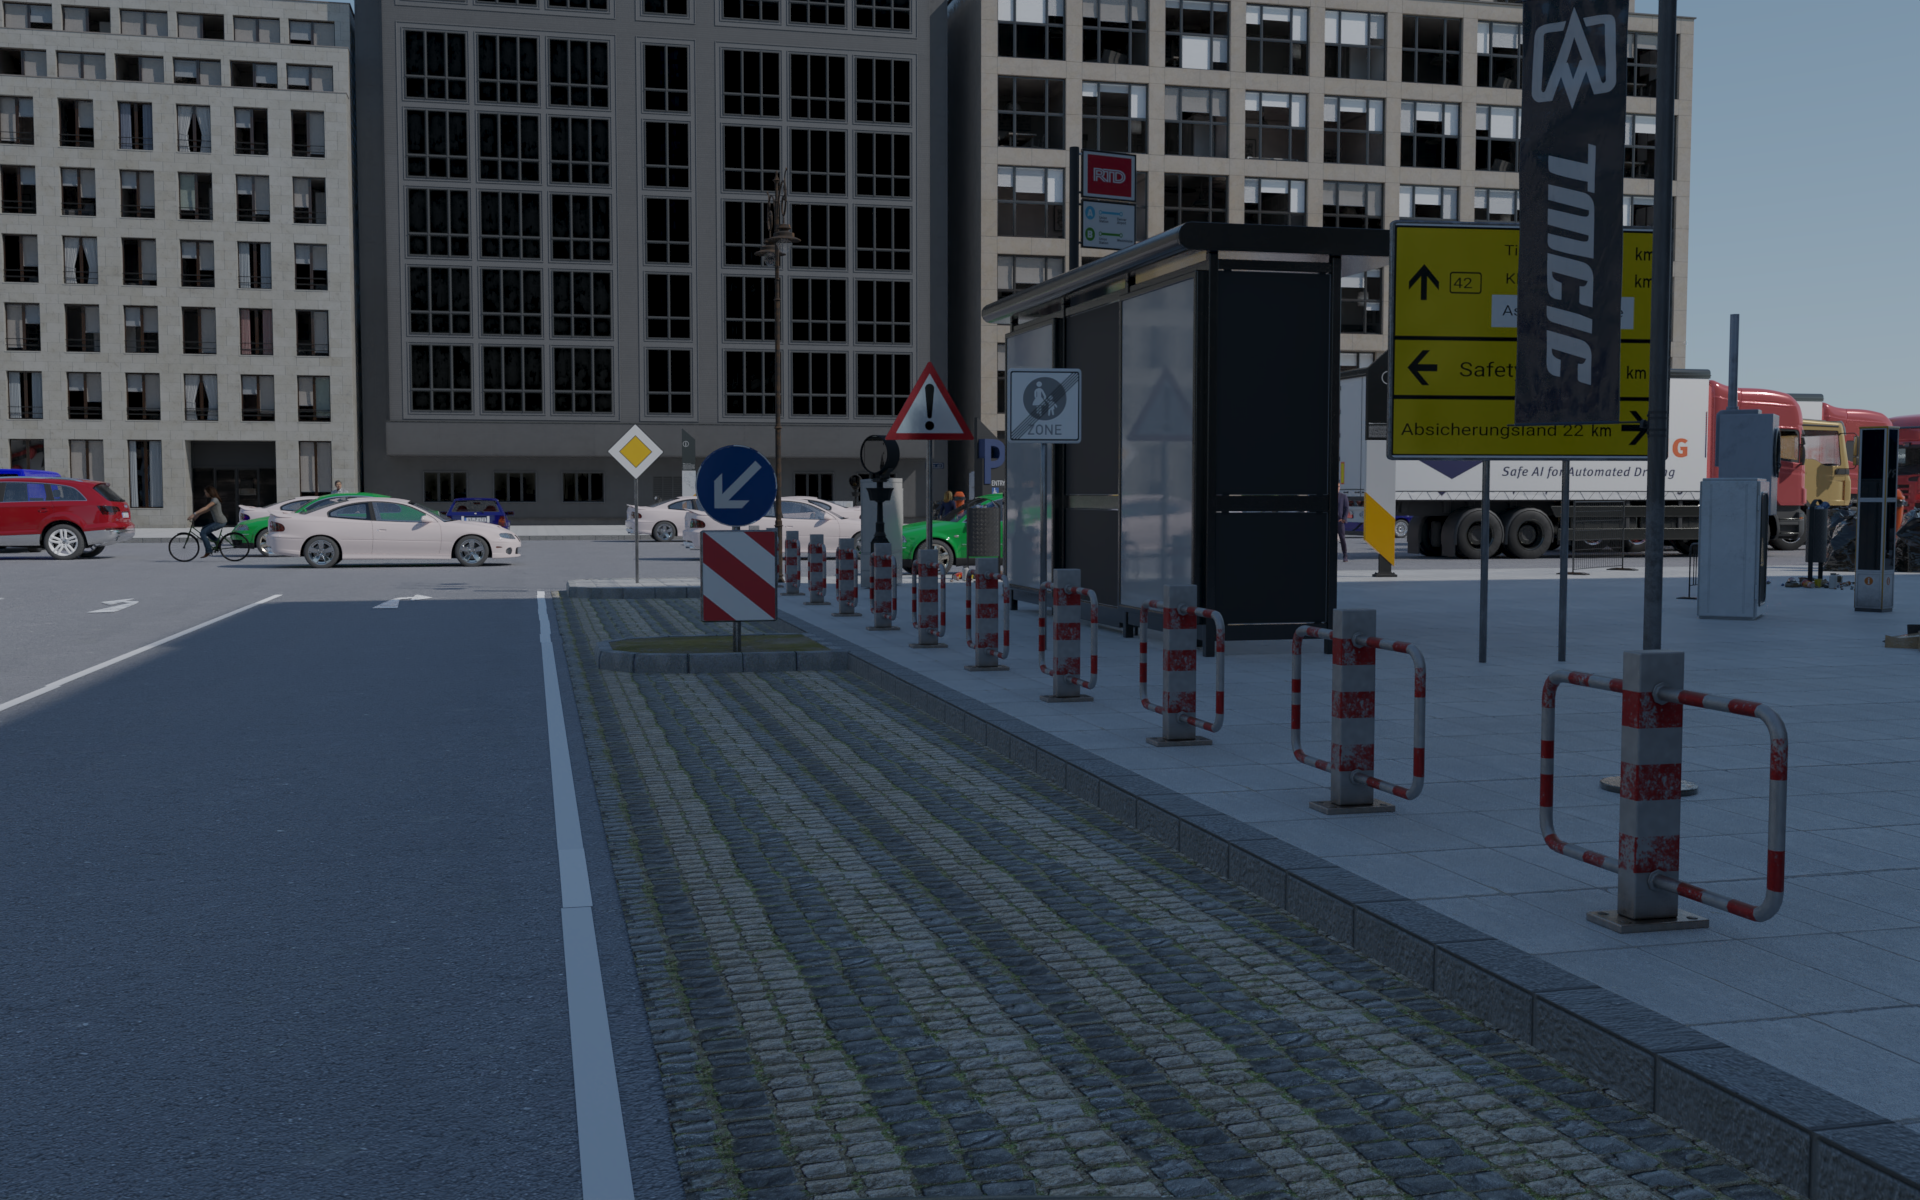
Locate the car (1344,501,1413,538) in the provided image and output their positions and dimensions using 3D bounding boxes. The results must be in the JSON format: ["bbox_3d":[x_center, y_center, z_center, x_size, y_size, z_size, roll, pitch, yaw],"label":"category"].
[{"bbox_3d":[12.976,-2.702,56.763,3.894,1.354,1.945,-1,4,-14],"label":"car"}]

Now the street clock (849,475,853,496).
[{"bbox_3d":[-3.929,-3.708,65.194,0.471,2.002,0.358,0,4,8],"label":"street clock"}]

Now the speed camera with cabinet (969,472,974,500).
[{"bbox_3d":[1.292,-4.672,70.727,2.038,3.252,0.660,3,5,45],"label":"speed camera with cabinet"}]

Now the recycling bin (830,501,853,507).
[{"bbox_3d":[-4.239,-2.984,61.340,0.722,1.027,0.722,-1,4,-22],"label":"recycling bin"}]

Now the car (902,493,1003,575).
[{"bbox_3d":[0.734,-1.331,30.565,4.718,1.807,1.959,-1,4,-12],"label":"car"}]

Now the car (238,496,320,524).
[{"bbox_3d":[-17.771,-2.232,48.861,4.827,1.381,2.083,-1,4,-14],"label":"car"}]

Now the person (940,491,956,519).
[{"bbox_3d":[-0.334,-2.069,44.871,0.480,1.512,0.613,2,4,25],"label":"person"}]

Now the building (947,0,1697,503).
[{"bbox_3d":[15.066,-17.200,85.732,34.151,26.468,19.350,-1,4,-14],"label":"building"}]

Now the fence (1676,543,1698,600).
[{"bbox_3d":[9.608,-0.394,21.818,2.069,0.683,0.278,-3,5,-44],"label":"fence"}]

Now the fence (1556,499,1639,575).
[{"bbox_3d":[10.443,-1.045,28.296,0.480,1.192,2.264,3,5,41],"label":"fence"}]

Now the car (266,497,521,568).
[{"bbox_3d":[-11.248,-1.356,34.535,4.827,1.381,2.083,-1,4,-15],"label":"car"}]

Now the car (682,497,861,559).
[{"bbox_3d":[-3.675,-1.578,38.163,4.827,1.381,2.083,-1,4,-13],"label":"car"}]

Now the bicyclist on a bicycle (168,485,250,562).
[{"bbox_3d":[-15.854,-1.622,36.540,1.625,1.676,1.499,-1,4,-14],"label":"bicyclist on a bicycle"}]

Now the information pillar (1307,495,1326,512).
[{"bbox_3d":[5.019,-1.204,24.178,0.304,2.012,0.304,1,4,23],"label":"information pillar"}]

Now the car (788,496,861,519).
[{"bbox_3d":[-4.957,-2.235,48.897,4.827,1.381,2.083,-1,4,-14],"label":"car"}]

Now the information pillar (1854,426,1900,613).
[{"bbox_3d":[9.985,-0.879,18.870,0.304,2.012,0.304,-3,5,-40],"label":"information pillar"}]

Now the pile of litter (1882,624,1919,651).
[{"bbox_3d":[8.315,-0.003,14.007,1.176,0.858,1.719,0,4,-8],"label":"pile of litter"}]

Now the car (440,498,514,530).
[{"bbox_3d":[-13.055,-2.094,46.818,1.945,1.354,3.894,-1,4,-14],"label":"car"}]

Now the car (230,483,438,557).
[{"bbox_3d":[-14.473,-1.931,40.369,4.718,1.807,1.959,-1,4,-15],"label":"car"}]

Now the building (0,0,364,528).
[{"bbox_3d":[-32.620,-13.099,68.915,16.860,20.320,10.420,-1,4,-14],"label":"building"}]

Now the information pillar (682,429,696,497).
[{"bbox_3d":[-9.646,-4.292,61.536,0.504,3.616,0.183,-1,4,-9],"label":"information pillar"}]

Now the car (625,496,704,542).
[{"bbox_3d":[-7.717,-2.464,52.643,4.827,1.381,2.083,-1,4,-15],"label":"car"}]

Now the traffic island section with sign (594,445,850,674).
[{"bbox_3d":[-2.084,-0.372,14.709,1.989,1.847,2.006,-1,4,-14],"label":"traffic island section with sign"}]

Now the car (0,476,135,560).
[{"bbox_3d":[-21.109,-1.802,38.133,5.304,1.827,2.281,-1,4,-13],"label":"car"}]

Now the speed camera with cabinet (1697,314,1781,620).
[{"bbox_3d":[8.326,-1.474,18.434,0.660,3.252,2.038,2,4,30],"label":"speed camera with cabinet"}]

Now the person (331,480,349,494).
[{"bbox_3d":[-18.271,-2.618,51.150,0.661,1.843,0.795,0,4,4],"label":"person"}]

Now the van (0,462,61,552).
[{"bbox_3d":[-23.935,-2.415,43.875,2.240,2.365,5.245,-1,4,-15],"label":"van"}]

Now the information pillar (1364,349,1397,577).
[{"bbox_3d":[6.489,-2.160,26.676,0.504,3.616,0.183,0,4,-6],"label":"information pillar"}]

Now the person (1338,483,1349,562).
[{"bbox_3d":[7.921,-1.658,36.529,0.541,1.710,0.530,3,4,37],"label":"person"}]

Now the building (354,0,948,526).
[{"bbox_3d":[-13.384,-17.279,76.013,24.014,27.812,14.314,-1,4,-14],"label":"building"}]

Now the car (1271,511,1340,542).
[{"bbox_3d":[7.159,-1.891,43.273,4.827,1.381,2.083,-1,4,-14],"label":"car"}]
